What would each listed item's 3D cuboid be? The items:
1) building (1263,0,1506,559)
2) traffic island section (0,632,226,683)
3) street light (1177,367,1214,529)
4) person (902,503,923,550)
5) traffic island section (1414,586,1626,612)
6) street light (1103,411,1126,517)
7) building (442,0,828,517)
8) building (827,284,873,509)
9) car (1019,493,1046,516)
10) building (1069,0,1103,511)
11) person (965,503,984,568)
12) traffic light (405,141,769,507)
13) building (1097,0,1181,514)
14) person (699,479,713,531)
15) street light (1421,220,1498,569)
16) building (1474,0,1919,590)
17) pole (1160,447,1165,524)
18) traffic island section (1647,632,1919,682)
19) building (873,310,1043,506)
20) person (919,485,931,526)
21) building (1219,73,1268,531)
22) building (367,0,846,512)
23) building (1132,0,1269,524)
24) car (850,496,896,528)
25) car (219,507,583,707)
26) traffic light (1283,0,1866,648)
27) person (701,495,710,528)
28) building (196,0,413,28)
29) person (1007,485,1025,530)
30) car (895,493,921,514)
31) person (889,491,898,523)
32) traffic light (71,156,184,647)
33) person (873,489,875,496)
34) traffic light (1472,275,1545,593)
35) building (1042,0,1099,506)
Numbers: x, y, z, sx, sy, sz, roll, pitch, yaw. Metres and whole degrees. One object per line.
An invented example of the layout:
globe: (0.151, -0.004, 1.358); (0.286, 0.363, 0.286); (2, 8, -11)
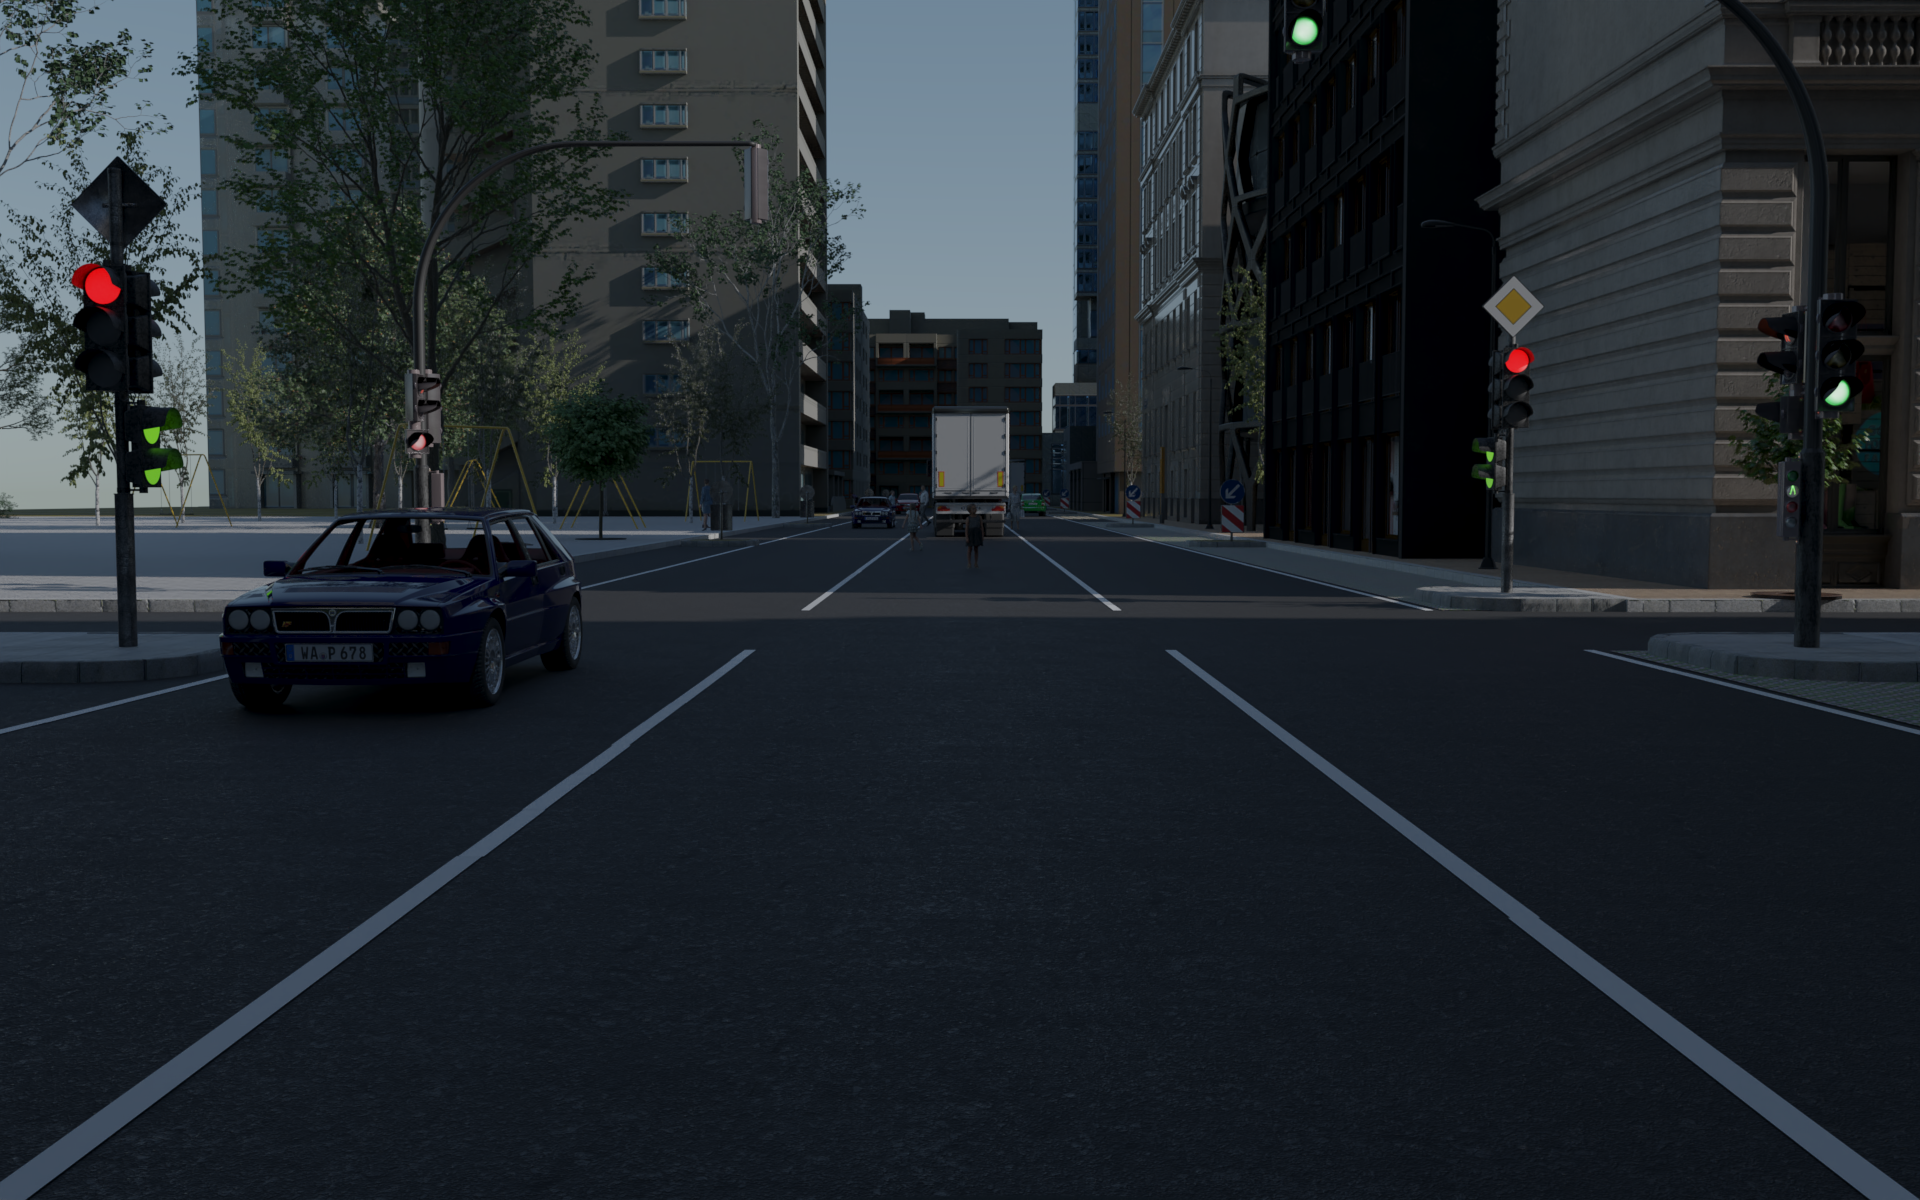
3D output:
building: (14.886, -12.948, 41.385); (12.332, 23.373, 15.834); (0, 3, 0)
traffic island section: (-7.022, 0.470, 14.589); (2.009, 0.180, 2.903); (0, 3, 0)
street light: (8.606, -5.550, 63.279); (1.470, 5.913, 1.316); (0, 3, 0)
person: (-1.208, -1.862, 43.951); (0.505, 1.210, 0.382); (-2, 4, -26)
traffic island section: (7.136, -0.016, 22.540); (2.009, 0.180, 2.903); (0, 3, 0)
street light: (8.739, -7.642, 97.486); (1.470, 5.913, 1.316); (0, 3, 0)
building: (-19.762, -29.605, 107.751); (21.300, 48.544, 21.600); (0, 3, 0)
building: (-23.534, -19.298, 160.563); (28.899, 21.520, 27.650); (0, 3, 0)
car: (4.570, -6.318, 112.091); (1.959, 1.807, 4.718); (0, 4, -1)
building: (19.238, -42.367, 130.956); (20.563, 71.187, 20.611); (0, 3, 0)
person: (0.282, -1.244, 33.513); (0.362, 1.253, 0.373); (-1, 4, -8)
traffic light: (-4.874, -2.924, 22.470); (4.771, 5.953, 1.251); (0, 3, 0)
building: (16.595, -28.384, 114.192); (14.600, 45.320, 14.200); (0, 3, 0)
person: (-8.786, -3.316, 60.290); (0.581, 1.822, 0.654); (-2, 4, -33)
street light: (8.514, -3.485, 29.521); (1.470, 5.913, 1.316); (0, 3, 0)
building: (19.297, -12.136, 27.305); (19.941, 23.489, 11.050); (0, 3, 0)
pole: (8.757, -4.963, 74.985); (0.158, 3.312, 0.155); (0, 3, 0)
traffic island section: (7.119, 0.473, 14.555); (2.009, 0.180, 2.903); (0, 3, 0)
building: (-5.771, -21.441, 195.592); (28.899, 21.520, 27.650); (0, 3, 0)
person: (-1.617, -4.174, 76.844); (0.850, 1.850, 0.679); (-3, 4, -36)
building: (17.871, -11.984, 63.396); (16.820, 18.784, 16.811); (0, 3, 0)
building: (-25.259, -26.843, 130.770); (32.217, 40.220, 23.993); (0, 3, 0)
building: (15.749, -17.562, 84.406); (12.463, 27.353, 25.104); (0, 3, 0)
car: (-3.645, -3.716, 73.338); (1.945, 1.354, 3.894); (0, 4, 0)
car: (-3.997, -0.019, 12.886); (1.945, 1.354, 3.894); (0, 3, 0)
traffic light: (4.987, -2.424, 14.304); (4.771, 5.953, 1.251); (0, 3, 0)
person: (-9.601, -3.368, 65.393); (0.394, 1.301, 0.425); (-2, 4, -25)
building: (-53.209, -33.109, 160.940); (30.456, 49.044, 23.786); (0, 3, 0)
person: (2.214, -3.678, 68.987); (0.694, 1.780, 0.624); (0, 4, -3)
car: (-3.664, -7.008, 123.613); (2.155, 1.783, 4.494); (0, 4, 2)
person: (-3.366, -4.644, 86.240); (0.330, 1.601, 0.589); (3, 5, 42)
traffic light: (-6.982, -1.562, 14.454); (0.839, 4.253, 0.868); (0, 3, 0)
person: (-8.552, -9.925, 169.040); (0.721, 1.735, 1.217); (0, 4, 7)
traffic light: (7.096, -2.049, 22.426); (0.839, 4.253, 0.868); (0, 3, 0)
building: (24.171, -53.672, 190.214); (31.000, 86.520, 22.319); (0, 3, 0)
